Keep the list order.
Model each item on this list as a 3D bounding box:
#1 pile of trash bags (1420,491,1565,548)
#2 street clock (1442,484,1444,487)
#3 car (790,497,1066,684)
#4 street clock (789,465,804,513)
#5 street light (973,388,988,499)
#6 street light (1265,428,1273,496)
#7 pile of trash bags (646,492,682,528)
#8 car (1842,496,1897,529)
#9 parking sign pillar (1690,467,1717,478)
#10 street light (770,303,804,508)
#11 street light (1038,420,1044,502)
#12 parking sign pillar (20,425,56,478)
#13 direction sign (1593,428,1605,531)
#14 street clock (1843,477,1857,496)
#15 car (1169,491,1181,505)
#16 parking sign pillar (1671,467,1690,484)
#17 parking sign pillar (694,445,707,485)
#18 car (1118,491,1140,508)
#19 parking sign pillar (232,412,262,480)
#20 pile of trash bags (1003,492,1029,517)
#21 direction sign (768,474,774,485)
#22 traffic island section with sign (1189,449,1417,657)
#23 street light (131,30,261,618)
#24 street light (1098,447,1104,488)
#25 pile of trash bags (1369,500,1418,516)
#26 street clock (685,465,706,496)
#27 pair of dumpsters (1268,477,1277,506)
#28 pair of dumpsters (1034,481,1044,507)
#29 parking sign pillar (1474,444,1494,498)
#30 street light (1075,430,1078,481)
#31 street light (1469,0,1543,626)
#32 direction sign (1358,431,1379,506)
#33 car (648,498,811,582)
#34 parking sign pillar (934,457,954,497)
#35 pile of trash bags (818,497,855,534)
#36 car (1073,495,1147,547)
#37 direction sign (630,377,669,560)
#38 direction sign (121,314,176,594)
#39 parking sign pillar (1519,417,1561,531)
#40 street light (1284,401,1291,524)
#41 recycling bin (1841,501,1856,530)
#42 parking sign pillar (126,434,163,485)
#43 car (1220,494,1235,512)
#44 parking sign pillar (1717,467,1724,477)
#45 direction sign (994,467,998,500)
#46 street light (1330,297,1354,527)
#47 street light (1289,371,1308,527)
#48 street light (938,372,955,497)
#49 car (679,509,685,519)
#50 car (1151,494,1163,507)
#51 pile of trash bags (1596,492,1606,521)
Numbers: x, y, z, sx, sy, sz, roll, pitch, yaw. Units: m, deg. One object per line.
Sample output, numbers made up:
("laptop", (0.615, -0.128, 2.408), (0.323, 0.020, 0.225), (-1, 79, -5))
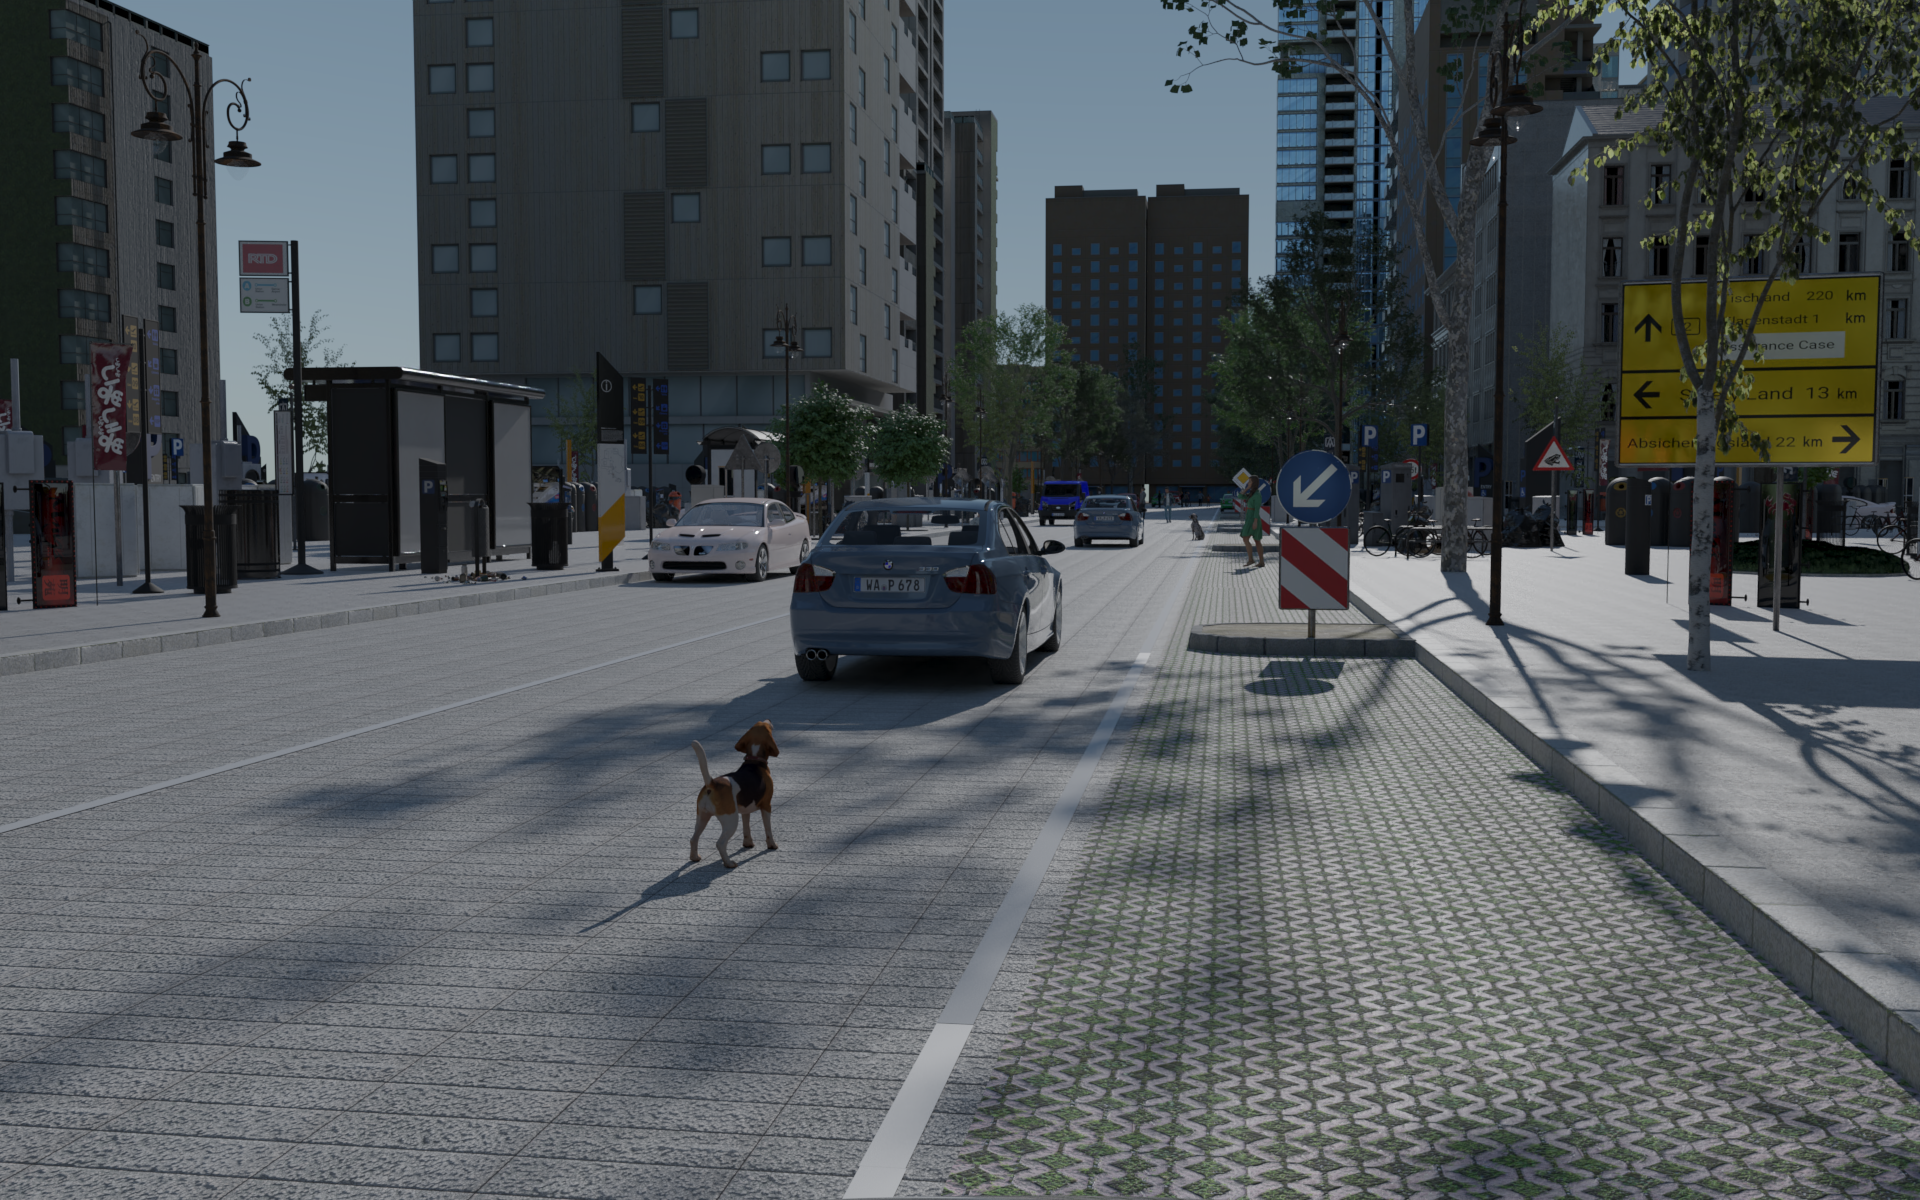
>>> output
("pile of trash bags", (13.435, -2.048, 43.235), (1.912, 1.369, 3.447), (-1, 4, -23))
("street clock", (34.868, -7.367, 125.013), (0.471, 2.002, 0.358), (1, 4, 14))
("car", (-0.173, -0.149, 14.436), (2.014, 1.417, 4.499), (1, 4, 9))
("street clock", (-4.160, -2.399, 43.796), (0.358, 2.002, 0.471), (2, 4, 32))
("street light", (0.897, -6.268, 75.269), (0.468, 5.910, 1.993), (1, 4, 9))
("street light", (17.805, -7.701, 98.694), (0.468, 5.910, 1.993), (1, 4, 9))
("pile of trash bags", (-11.463, -3.449, 66.140), (1.912, 1.369, 3.447), (1, 4, 13))
("car", (33.399, -3.326, 66.746), (4.827, 1.381, 2.083), (1, 4, 10))
("parking sign pillar", (54.560, -8.514, 127.676), (1.447, 3.967, 1.447), (0, 4, 1))
("street light", (-4.190, -4.238, 42.072), (0.468, 5.910, 1.993), (1, 4, 9))
("street light", (4.643, -7.725, 99.085), (0.468, 5.910, 1.993), (1, 4, 9))
("parking sign pillar", (-34.234, -4.627, 64.126), (1.447, 3.967, 1.447), (3, 5, 45))
("direction sign", (21.952, -4.128, 59.492), (0.379, 3.537, 0.876), (0, 4, 0))
("street clock", (37.336, -4.167, 72.706), (0.471, 2.002, 0.358), (-1, 4, -11))
("car", (27.357, -13.044, 221.941), (2.281, 1.827, 5.304), (1, 4, 11))
("parking sign pillar", (47.663, -7.808, 116.129), (1.447, 3.967, 1.447), (-2, 4, -30))
("parking sign pillar", (-13.958, -6.481, 94.438), (1.447, 3.967, 1.447), (-3, 5, -43))
("car", (11.592, -6.817, 120.498), (2.155, 1.783, 4.494), (0, 4, 8))
("parking sign pillar", (-23.613, -4.217, 57.419), (1.447, 3.967, 1.447), (0, 4, -1))
("pile of trash bags", (2.947, -5.353, 97.275), (1.912, 1.369, 3.447), (0, 4, 1))
("direction sign", (-9.538, -5.859, 87.793), (0.876, 3.537, 0.379), (-2, 4, -29))
("traffic island section with sign", (3.156, -0.462, 16.182), (1.989, 1.847, 2.006), (1, 4, 9))
("street light", (-7.814, -2.759, 17.897), (0.468, 5.910, 1.993), (1, 4, 9))
("street light", (11.944, -10.677, 147.348), (0.468, 5.910, 1.993), (1, 4, 9))
("pile of trash bags", (14.566, -2.927, 57.604), (1.912, 1.369, 3.447), (0, 4, 2))
("street clock", (-6.633, -2.382, 43.518), (0.471, 2.002, 0.358), (1, 4, 19))
("pair of dumpsters", (19.095, -6.180, 103.540), (1.574, 2.255, 4.437), (1, 4, 9))
("pair of dumpsters", (5.433, -7.524, 125.518), (1.574, 2.255, 4.437), (1, 4, 9))
("parking sign pillar", (27.950, -6.332, 91.996), (1.447, 3.967, 1.447), (-2, 4, -35))
("street light", (8.284, -9.206, 123.298), (0.468, 5.910, 1.993), (1, 4, 9))
("street light", (5.236, -2.690, 16.775), (0.468, 5.910, 1.993), (1, 4, 9))
("direction sign", (14.638, -4.291, 62.163), (0.876, 3.537, 0.379), (-2, 4, -23))
("car", (-3.883, -1.071, 29.867), (2.083, 1.381, 4.827), (1, 4, 9))
("parking sign pillar", (-1.031, -7.494, 111.006), (1.447, 3.967, 1.447), (-2, 4, -31))
("pile of trash bags", (-4.227, -2.837, 56.133), (1.912, 1.369, 3.447), (1, 4, 16))
("car", (4.162, -2.208, 48.106), (2.014, 1.417, 4.499), (1, 4, 9))
("direction sign", (-6.060, -2.563, 33.902), (0.379, 3.537, 0.876), (3, 5, 45))
("direction sign", (-10.517, -1.855, 22.333), (0.379, 3.537, 0.876), (0, 4, 2))
("parking sign pillar", (20.266, -4.407, 60.528), (1.447, 3.967, 1.447), (-1, 4, -12))
("street light", (14.198, -6.243, 74.857), (0.468, 5.910, 1.993), (1, 4, 9))
("recycling bin", (31.592, -3.031, 62.112), (0.722, 1.027, 0.722), (-2, 4, -26))
("parking sign pillar", (-19.829, -3.281, 42.122), (1.447, 3.967, 1.447), (0, 4, -6))
("car", (21.477, -7.824, 136.716), (1.959, 1.807, 4.718), (1, 4, 9))
("parking sign pillar", (60.983, -9.232, 139.423), (1.447, 3.967, 1.447), (-2, 4, -34))
("direction sign", (2.970, -9.261, 143.411), (0.379, 3.537, 0.876), (-1, 4, -15))
("street light", (8.939, -4.153, 40.689), (0.468, 5.910, 1.993), (1, 4, 9))
("street light", (12.726, -5.627, 64.782), (0.468, 5.910, 1.993), (1, 4, 9))
("street light", (-0.526, -5.695, 65.900), (0.468, 5.910, 1.993), (1, 4, 9))
("car", (-9.763, -3.724, 73.243), (4.827, 1.381, 2.083), (1, 4, 10))
("car", (21.887, -11.030, 189.138), (1.959, 1.807, 4.718), (1, 4, 10))
("pile of trash bags", (31.710, -4.415, 81.940), (1.912, 1.369, 3.447), (-3, 5, -40))
